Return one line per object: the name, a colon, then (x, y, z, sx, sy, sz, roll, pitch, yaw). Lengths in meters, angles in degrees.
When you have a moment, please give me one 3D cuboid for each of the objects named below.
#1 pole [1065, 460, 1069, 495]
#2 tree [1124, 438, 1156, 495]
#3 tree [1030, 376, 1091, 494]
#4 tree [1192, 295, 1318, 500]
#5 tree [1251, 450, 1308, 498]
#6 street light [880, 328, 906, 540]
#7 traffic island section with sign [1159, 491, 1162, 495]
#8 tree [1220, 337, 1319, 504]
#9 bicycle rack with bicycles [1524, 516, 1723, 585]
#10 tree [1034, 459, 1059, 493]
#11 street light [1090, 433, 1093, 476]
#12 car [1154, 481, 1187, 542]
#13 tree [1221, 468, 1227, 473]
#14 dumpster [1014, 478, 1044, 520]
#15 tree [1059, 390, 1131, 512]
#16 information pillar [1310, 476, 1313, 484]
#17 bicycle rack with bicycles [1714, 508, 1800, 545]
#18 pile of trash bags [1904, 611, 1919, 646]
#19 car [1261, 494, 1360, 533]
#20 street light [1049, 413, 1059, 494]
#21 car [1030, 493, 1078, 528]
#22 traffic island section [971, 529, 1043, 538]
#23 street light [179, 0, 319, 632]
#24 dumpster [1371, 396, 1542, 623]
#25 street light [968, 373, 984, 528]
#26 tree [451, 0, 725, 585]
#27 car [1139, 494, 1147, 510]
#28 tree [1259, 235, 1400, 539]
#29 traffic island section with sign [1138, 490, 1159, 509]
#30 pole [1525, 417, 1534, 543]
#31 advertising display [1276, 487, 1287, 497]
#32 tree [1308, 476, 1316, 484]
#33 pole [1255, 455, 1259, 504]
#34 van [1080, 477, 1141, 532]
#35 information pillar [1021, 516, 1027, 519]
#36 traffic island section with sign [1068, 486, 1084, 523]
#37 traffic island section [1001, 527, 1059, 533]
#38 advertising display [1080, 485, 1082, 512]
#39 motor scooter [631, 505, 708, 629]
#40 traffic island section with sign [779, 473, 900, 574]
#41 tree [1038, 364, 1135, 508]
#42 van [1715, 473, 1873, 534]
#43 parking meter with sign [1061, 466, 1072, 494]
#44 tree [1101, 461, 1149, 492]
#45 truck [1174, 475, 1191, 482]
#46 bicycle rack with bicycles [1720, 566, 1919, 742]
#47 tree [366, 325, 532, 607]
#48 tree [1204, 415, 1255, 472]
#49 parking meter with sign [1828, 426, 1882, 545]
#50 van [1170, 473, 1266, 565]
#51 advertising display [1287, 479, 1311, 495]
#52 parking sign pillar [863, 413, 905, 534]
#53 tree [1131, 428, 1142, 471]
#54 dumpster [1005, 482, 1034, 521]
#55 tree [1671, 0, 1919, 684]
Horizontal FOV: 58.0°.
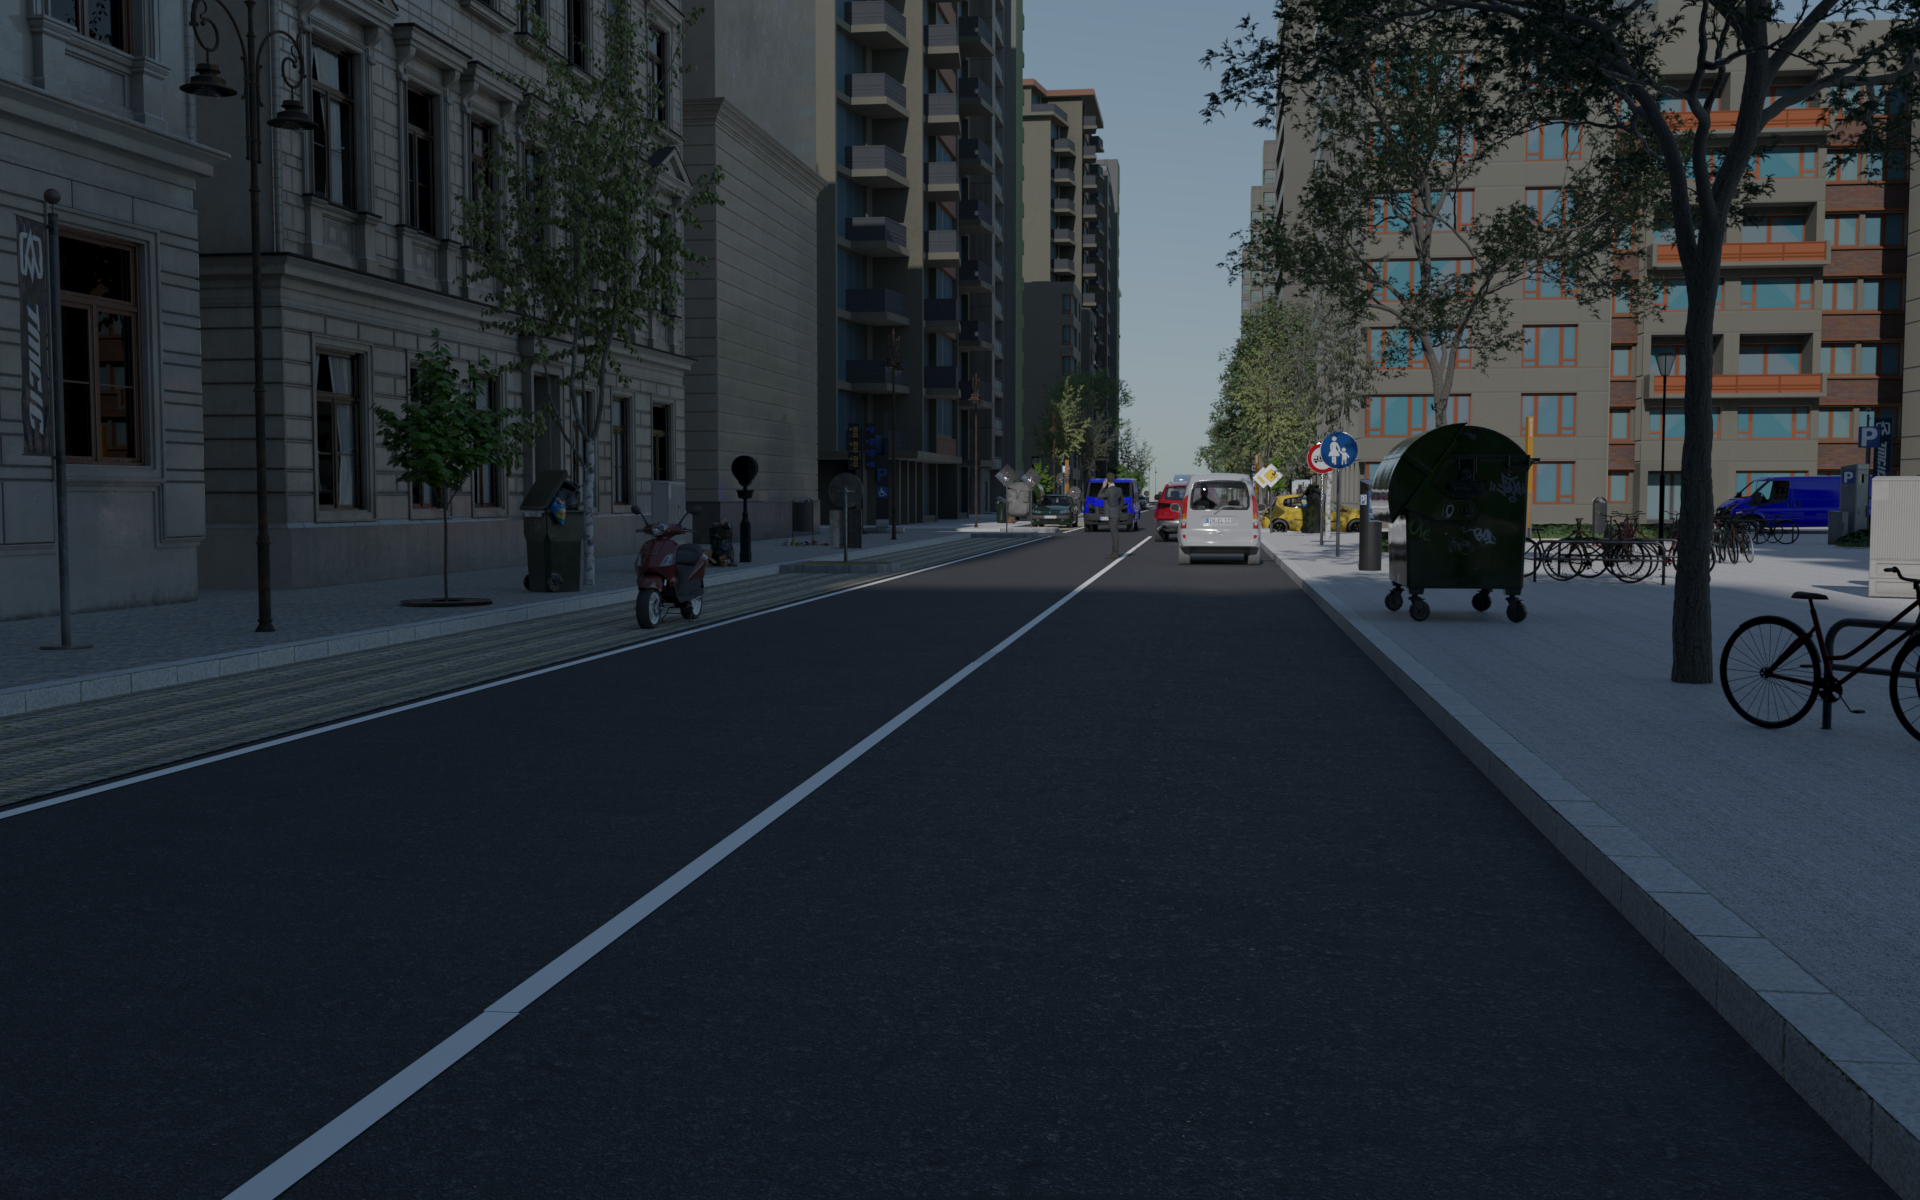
pole: (6.392, -6.707, 103.507, 0.158, 3.312, 0.155, 0, 3, 0)
tree: (23.743, -16.990, 228.155, 4.737, 8.622, 4.395, 0, 3, 0)
tree: (6.147, -9.682, 108.666, 4.737, 8.622, 4.395, 0, 3, 0)
tree: (18.079, -11.114, 98.726, 9.611, 12.733, 9.660, 0, 3, 0)
tree: (13.932, -4.995, 76.273, 1.663, 3.219, 1.824, 0, 3, 0)
street light: (-1.857, -4.631, 48.504, 0.468, 5.910, 1.993, 1, 4, 8)
traffic island section with sign: (28.586, -14.529, 246.178, 1.989, 1.847, 2.006, 1, 4, 8)
tree: (14.826, -8.050, 81.975, 4.737, 8.622, 4.395, 0, 3, 0)
bicycle rack with bicycles: (9.513, -0.757, 25.757, 2.925, 0.926, 2.852, 2, 4, 31)
tree: (4.271, -6.051, 93.540, 1.663, 3.219, 1.824, 0, 3, 0)
street light: (9.835, -9.577, 129.378, 0.468, 5.910, 1.993, 1, 4, 8)
car: (7.089, -2.734, 53.369, 2.281, 1.827, 5.304, 1, 4, 9)
tree: (40.219, -18.856, 258.650, 4.360, 8.622, 3.978, 0, 3, 0)
dumpster: (3.266, -4.994, 84.142, 1.502, 2.255, 1.985, 1, 4, 8)
tree: (8.776, -10.402, 120.437, 4.360, 8.622, 3.978, 0, 3, 0)
information pillar: (17.440, -5.785, 85.937, 0.183, 3.616, 0.504, 1, 4, 17)
bicycle rack with bicycles: (20.447, -1.937, 45.058, 2.852, 0.926, 2.925, -2, 4, -35)
pile of trash bags: (9.846, -0.304, 14.728, 3.447, 1.369, 1.912, -2, 4, -28)
car: (12.294, -2.992, 59.141, 3.980, 1.641, 2.015, 1, 4, 9)
street light: (5.296, -7.639, 97.681, 0.468, 5.910, 1.993, 1, 4, 8)
car: (4.048, -3.914, 73.784, 2.009, 1.686, 4.222, 1, 4, 9)
traffic island section: (1.538, -2.166, 57.693, 2.009, 0.180, 2.903, 1, 4, 8)
street light: (-6.482, -2.642, 15.983, 0.468, 5.910, 1.993, 1, 4, 8)
dumpster: (5.142, -0.953, 18.079, 1.502, 2.255, 1.985, 1, 4, 8)
street light: (0.616, -5.701, 66.004, 0.468, 5.910, 1.993, 1, 4, 8)
tree: (-5.304, -4.534, 24.494, 4.737, 8.622, 4.395, 0, 3, 0)
car: (15.819, -8.776, 155.489, 2.014, 1.417, 4.499, 0, 4, 6)
tree: (10.520, -6.056, 49.375, 4.360, 8.622, 3.978, 0, 3, 0)
traffic island section with sign: (20.623, -11.134, 190.675, 1.989, 1.847, 2.006, 1, 4, 8)
pole: (14.992, -3.170, 45.680, 0.158, 3.312, 0.155, 0, 3, 0)
advertising display: (17.078, -5.302, 91.908, 0.123, 1.923, 0.974, 3, 5, 41)
tree: (20.936, -6.783, 105.504, 1.663, 3.219, 1.824, 0, 3, 0)
pole: (15.455, -5.889, 90.135, 0.158, 3.312, 0.155, 0, 3, 0)
van: (5.896, -3.833, 67.051, 2.240, 2.365, 5.245, 1, 4, 9)
information pillar: (3.363, -5.288, 90.954, 0.304, 2.012, 0.304, 1, 4, 14)
traffic island section with sign: (5.834, -4.830, 87.590, 1.989, 1.847, 2.006, 1, 4, 8)
traffic island section: (2.672, -2.649, 65.597, 2.009, 0.180, 2.903, 1, 4, 8)
advertising display: (8.995, -7.488, 127.646, 0.123, 1.923, 0.974, 1, 4, 11)
motor scooter: (-3.173, -0.385, 19.064, 0.815, 1.314, 1.986, 1, 4, 9)
traffic island section with sign: (-2.161, -1.428, 31.983, 1.989, 1.847, 2.006, 1, 4, 8)
tree: (10.022, -12.949, 137.472, 9.928, 11.665, 9.643, 0, 3, 0)
van: (28.449, -3.326, 58.765, 5.245, 2.365, 2.240, 0, 4, 7)
parking meter with sign: (6.487, -6.646, 104.926, 0.543, 3.016, 1.738, 0, 4, -3)
tree: (15.219, -11.232, 167.362, 4.285, 4.588, 4.351, 0, 3, 0)
truck: (31.438, -15.552, 244.031, 2.967, 4.110, 18.799, 0, 4, 8)
bicycle rack with bicycles: (5.842, 0.281, 8.796, 2.852, 0.926, 2.925, -1, 4, -23)
tree: (-6.089, -1.557, 20.059, 1.663, 3.219, 1.824, 0, 3, 0)
tree: (34.945, -18.089, 221.516, 9.928, 11.665, 9.643, 0, 3, 0)
parking meter with sign: (22.727, -2.924, 44.067, 1.738, 3.016, 0.543, -3, 4, -38)
van: (5.415, -1.791, 36.295, 2.013, 2.044, 4.112, 0, 4, 8)
advertising display: (14.404, -4.166, 73.332, 0.974, 1.923, 0.123, -1, 4, -23)
parking sign pillar: (-2.549, -4.181, 56.835, 1.447, 3.967, 1.447, 0, 4, -2)
tree: (16.776, -13.918, 177.927, 4.360, 8.622, 3.978, 0, 3, 0)
dumpster: (2.808, -4.663, 81.994, 1.264, 1.857, 1.865, 1, 4, 8)
tree: (4.686, -4.707, 11.365, 7.601, 10.594, 8.767, -2, 4, -29)
